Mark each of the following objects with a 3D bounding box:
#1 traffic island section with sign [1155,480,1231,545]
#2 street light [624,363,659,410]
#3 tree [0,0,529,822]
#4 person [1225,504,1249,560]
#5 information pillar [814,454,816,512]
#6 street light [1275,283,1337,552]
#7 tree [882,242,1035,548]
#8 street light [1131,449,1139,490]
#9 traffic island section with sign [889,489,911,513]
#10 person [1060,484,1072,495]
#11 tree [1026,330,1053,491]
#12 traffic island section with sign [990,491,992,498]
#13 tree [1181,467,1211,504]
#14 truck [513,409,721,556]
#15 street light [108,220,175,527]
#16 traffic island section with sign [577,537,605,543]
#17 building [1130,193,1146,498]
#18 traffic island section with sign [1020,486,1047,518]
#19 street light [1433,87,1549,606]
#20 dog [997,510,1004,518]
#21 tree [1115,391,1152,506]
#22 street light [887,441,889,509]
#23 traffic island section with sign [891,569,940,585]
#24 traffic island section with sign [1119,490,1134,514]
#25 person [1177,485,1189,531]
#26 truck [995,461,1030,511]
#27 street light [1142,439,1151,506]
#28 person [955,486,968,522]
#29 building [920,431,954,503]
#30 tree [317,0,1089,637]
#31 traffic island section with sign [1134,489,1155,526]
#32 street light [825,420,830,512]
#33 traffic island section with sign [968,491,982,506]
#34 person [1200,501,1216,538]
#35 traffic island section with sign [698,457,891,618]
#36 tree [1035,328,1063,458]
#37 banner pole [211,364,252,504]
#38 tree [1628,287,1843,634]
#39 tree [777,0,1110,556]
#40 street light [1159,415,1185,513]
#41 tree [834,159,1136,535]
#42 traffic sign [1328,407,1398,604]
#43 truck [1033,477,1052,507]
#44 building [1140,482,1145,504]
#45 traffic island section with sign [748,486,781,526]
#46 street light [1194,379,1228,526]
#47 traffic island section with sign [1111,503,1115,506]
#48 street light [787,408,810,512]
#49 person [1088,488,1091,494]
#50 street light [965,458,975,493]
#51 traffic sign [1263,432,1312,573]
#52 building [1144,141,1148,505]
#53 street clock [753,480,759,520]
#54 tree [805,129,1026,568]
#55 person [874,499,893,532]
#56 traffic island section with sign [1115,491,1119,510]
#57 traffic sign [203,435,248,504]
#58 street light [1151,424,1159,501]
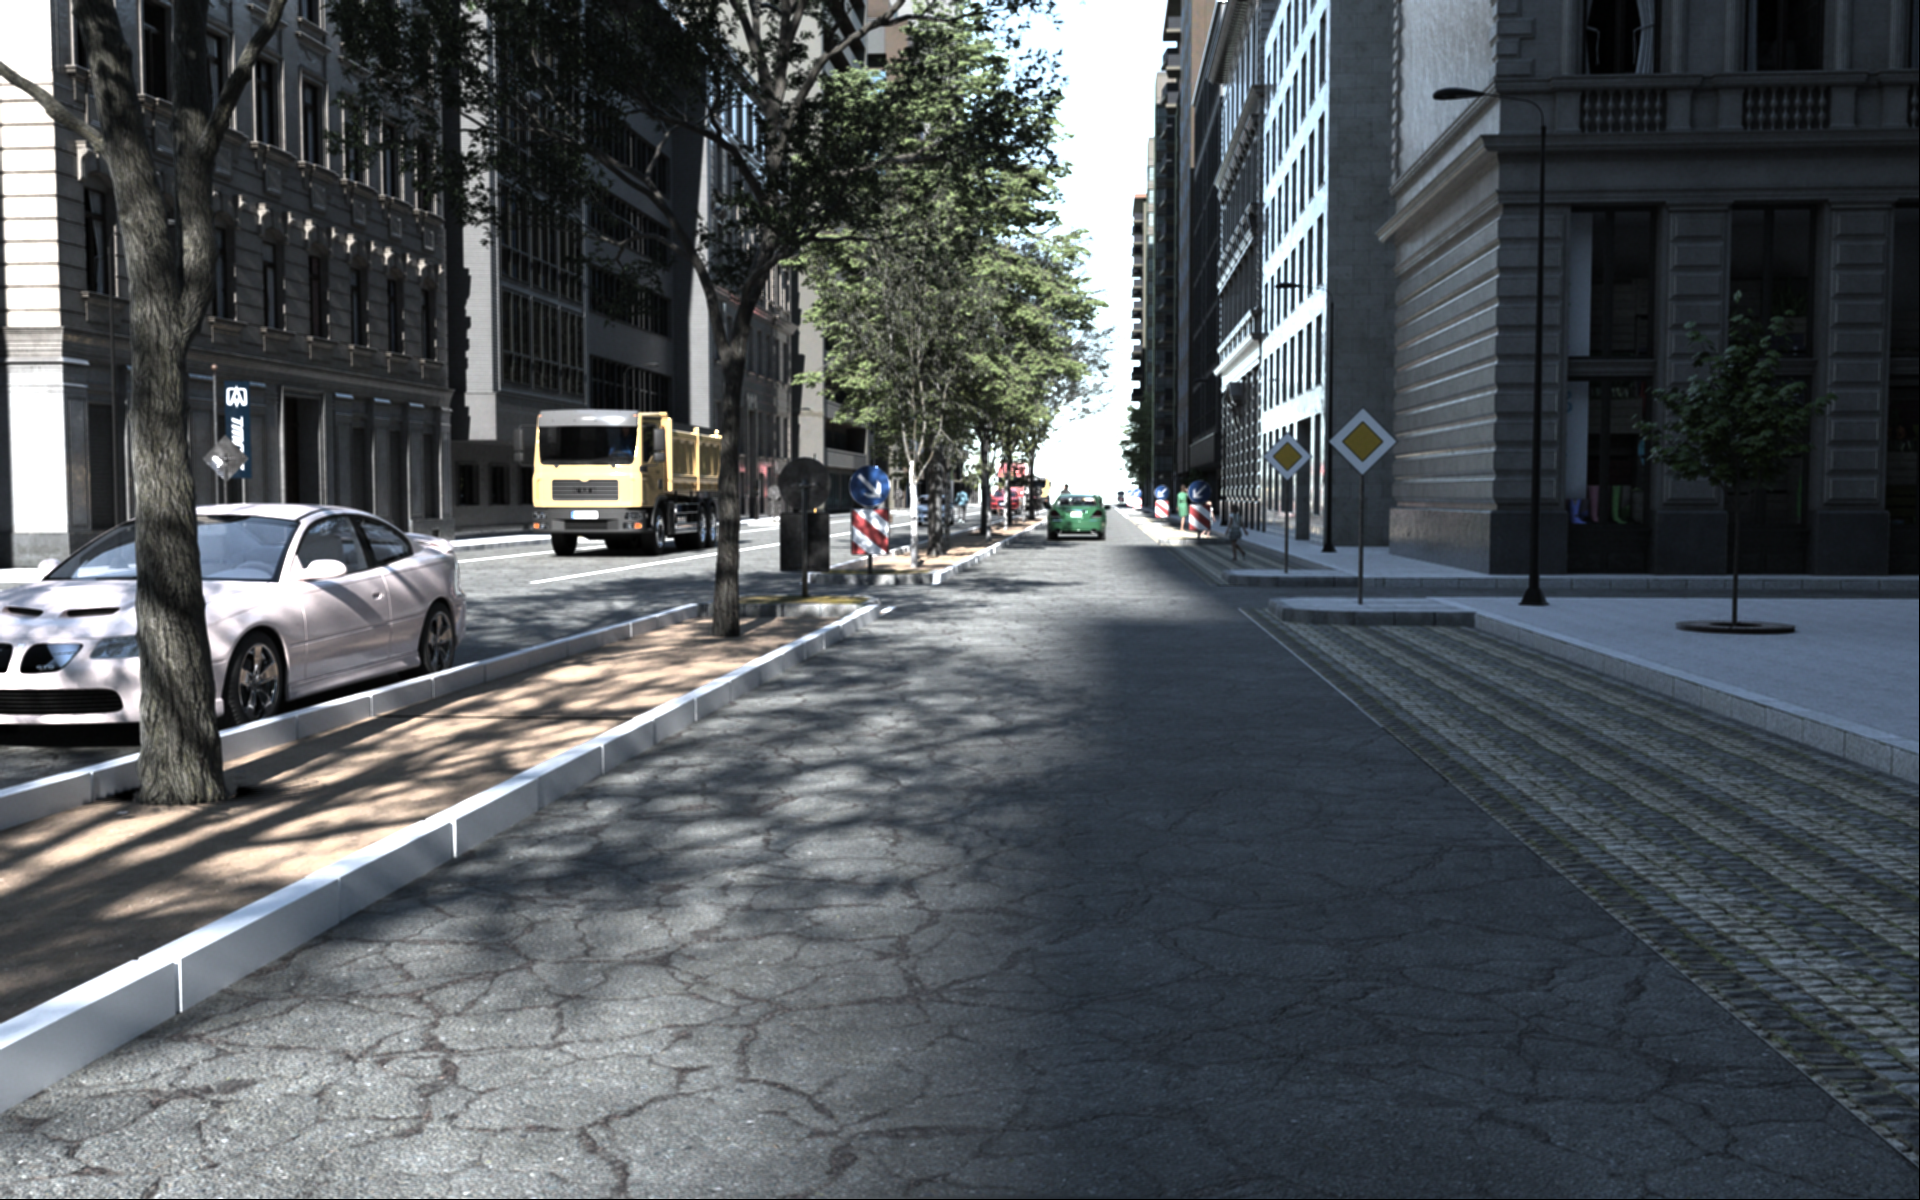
[{"bbox_3d":[6.722,-2.513,49.723,1.989,1.847,2.006,0,4,5],"label":"traffic island section with sign"},{"bbox_3d":[-11.362,-5.447,61.595,1.470,5.913,1.316,0,4,5],"label":"street light"},{"bbox_3d":[-3.739,-4.873,7.894,9.928,11.665,9.643,0,3,0],"label":"tree"},{"bbox_3d":[5.908,-1.442,37.096,0.505,1.210,0.382,-3,5,-43],"label":"person"},{"bbox_3d":[-8.402,-6.682,100.604,0.183,3.616,0.504,0,4,1],"label":"information pillar"},{"bbox_3d":[7.620,-4.014,38.167,1.470,5.913,1.316,0,4,5],"label":"street light"},{"bbox_3d":[-0.368,-5.716,46.274,4.737,8.622,4.395,0,3,0],"label":"tree"},{"bbox_3d":[18.756,-12.636,179.131,1.470,5.913,1.316,0,4,5],"label":"street light"},{"bbox_3d":[-4.556,-7.381,129.299,1.989,1.847,2.006,0,4,5],"label":"traffic island section with sign"},{"bbox_3d":[4.129,-3.727,69.239,0.655,1.846,0.447,-2,4,-31],"label":"person"},{"bbox_3d":[0.864,-6.057,51.853,4.360,8.622,3.978,0,3,0],"label":"tree"},{"bbox_3d":[4.173,-14.057,238.453,1.989,1.847,2.006,0,4,5],"label":"traffic island section with sign"},{"bbox_3d":[14.093,-6.743,104.852,1.663,3.219,1.824,0,3,0],"label":"tree"},{"bbox_3d":[-8.056,-2.848,42.484,3.469,3.379,9.791,0,4,4],"label":"truck"},{"bbox_3d":[-13.899,-3.484,29.509,1.470,5.913,1.316,0,4,5],"label":"street light"},{"bbox_3d":[-10.727,-2.651,51.976,1.989,1.847,2.006,0,4,5],"label":"traffic island section with sign"},{"bbox_3d":[35.399,-36.181,246.181,22.147,44.769,28.867,0,4,5],"label":"building"},{"bbox_3d":[4.590,-5.816,103.224,2.006,1.907,1.989,0,4,5],"label":"traffic island section with sign"},{"bbox_3d":[6.107,-2.898,19.929,1.470,5.913,1.316,0,4,5],"label":"street light"},{"bbox_3d":[2.491,-5.141,103.336,0.406,0.507,0.540,3,5,40],"label":"dog"},{"bbox_3d":[20.656,-16.613,189.742,7.486,12.596,7.792,0,3,0],"label":"tree"},{"bbox_3d":[-5.274,-10.150,138.497,1.470,5.913,1.316,0,4,5],"label":"street light"},{"bbox_3d":[-1.385,-1.235,28.323,2.006,1.907,1.989,0,4,5],"label":"traffic island section with sign"},{"bbox_3d":[12.939,-7.278,127.621,1.989,1.847,2.006,0,4,5],"label":"traffic island section with sign"},{"bbox_3d":[8.585,-3.546,66.717,0.600,1.795,0.529,2,4,32],"label":"person"},{"bbox_3d":[4.696,-9.789,148.957,2.839,4.237,11.283,0,4,5],"label":"truck"},{"bbox_3d":[16.357,-10.689,147.303,1.470,5.913,1.316,0,4,5],"label":"street light"},{"bbox_3d":[0.085,-4.827,87.440,0.660,1.820,0.620,-1,4,-11],"label":"person"},{"bbox_3d":[-8.267,-25.905,195.250,14.160,30.474,14.107,0,4,5],"label":"building"},{"bbox_3d":[-2.398,-4.882,16.695,8.767,10.594,7.601,0,4,5],"label":"tree"},{"bbox_3d":[8.954,-4.234,77.854,1.989,1.847,2.006,0,4,5],"label":"traffic island section with sign"},{"bbox_3d":[-7.743,-8.164,106.022,1.470,5.913,1.316,0,4,5],"label":"street light"},{"bbox_3d":[2.006,-12.400,211.360,1.989,1.847,2.006,0,4,5],"label":"traffic island section with sign"},{"bbox_3d":[7.771,-2.495,54.306,0.505,1.210,0.382,-2,4,-35],"label":"person"},{"bbox_3d":[-1.985,-0.783,20.940,2.006,1.907,1.989,0,4,5],"label":"traffic island section with sign"},{"bbox_3d":[1.812,-7.133,69.451,4.737,8.622,4.395,0,3,0],"label":"tree"},{"bbox_3d":[-14.175,-2.667,33.624,0.863,3.779,0.401,-2,4,-31],"label":"banner pole"},{"bbox_3d":[7.357,-1.333,16.391,1.663,3.219,1.824,0,3,0],"label":"tree"},{"bbox_3d":[-0.484,-7.269,39.438,7.486,12.596,7.792,0,3,0],"label":"tree"},{"bbox_3d":[12.626,-7.904,101.775,1.470,5.913,1.316,0,4,5],"label":"street light"},{"bbox_3d":[0.849,-9.001,60.000,12.009,13.543,11.850,0,3,0],"label":"tree"},{"bbox_3d":[4.656,-1.006,20.094,0.795,2.450,0.064,0,4,5],"label":"traffic sign"},{"bbox_3d":[8.741,-12.182,195.105,3.469,3.379,9.791,0,4,5],"label":"truck"},{"bbox_3d":[39.151,-32.236,218.939,32.217,40.220,23.993,0,4,5],"label":"building"},{"bbox_3d":[-8.541,-4.320,79.256,1.989,1.847,2.006,0,4,5],"label":"traffic island section with sign"},{"bbox_3d":[10.140,-5.959,69.970,1.470,5.913,1.316,0,4,5],"label":"street light"},{"bbox_3d":[19.522,-12.314,209.968,1.989,1.847,2.006,0,4,5],"label":"traffic island section with sign"},{"bbox_3d":[-8.759,-7.391,93.391,1.470,5.913,1.316,0,4,5],"label":"street light"},{"bbox_3d":[6.991,-5.083,92.279,0.731,1.740,0.598,1,4,10],"label":"person"},{"bbox_3d":[1.276,-15.200,221.055,1.470,5.913,1.316,0,4,5],"label":"street light"},{"bbox_3d":[5.292,-1.493,28.054,0.795,2.450,0.064,0,4,5],"label":"traffic sign"},{"bbox_3d":[28.495,-31.613,200.473,14.154,41.232,14.086,0,4,5],"label":"building"},{"bbox_3d":[-10.150,-4.992,86.196,0.358,2.002,0.471,0,4,5],"label":"street clock"},{"bbox_3d":[-0.888,-4.910,33.098,4.360,8.622,3.978,0,3,0],"label":"tree"},{"bbox_3d":[-2.907,-3.363,63.455,0.822,1.834,0.622,0,4,6],"label":"person"},{"bbox_3d":[15.085,-8.924,154.537,1.989,1.847,2.006,0,4,5],"label":"traffic island section with sign"},{"bbox_3d":[-12.495,-1.581,29.490,0.795,2.450,0.064,0,4,5],"label":"traffic sign"},{"bbox_3d":[13.624,-8.712,114.976,1.470,5.913,1.316,0,4,5],"label":"street light"}]
